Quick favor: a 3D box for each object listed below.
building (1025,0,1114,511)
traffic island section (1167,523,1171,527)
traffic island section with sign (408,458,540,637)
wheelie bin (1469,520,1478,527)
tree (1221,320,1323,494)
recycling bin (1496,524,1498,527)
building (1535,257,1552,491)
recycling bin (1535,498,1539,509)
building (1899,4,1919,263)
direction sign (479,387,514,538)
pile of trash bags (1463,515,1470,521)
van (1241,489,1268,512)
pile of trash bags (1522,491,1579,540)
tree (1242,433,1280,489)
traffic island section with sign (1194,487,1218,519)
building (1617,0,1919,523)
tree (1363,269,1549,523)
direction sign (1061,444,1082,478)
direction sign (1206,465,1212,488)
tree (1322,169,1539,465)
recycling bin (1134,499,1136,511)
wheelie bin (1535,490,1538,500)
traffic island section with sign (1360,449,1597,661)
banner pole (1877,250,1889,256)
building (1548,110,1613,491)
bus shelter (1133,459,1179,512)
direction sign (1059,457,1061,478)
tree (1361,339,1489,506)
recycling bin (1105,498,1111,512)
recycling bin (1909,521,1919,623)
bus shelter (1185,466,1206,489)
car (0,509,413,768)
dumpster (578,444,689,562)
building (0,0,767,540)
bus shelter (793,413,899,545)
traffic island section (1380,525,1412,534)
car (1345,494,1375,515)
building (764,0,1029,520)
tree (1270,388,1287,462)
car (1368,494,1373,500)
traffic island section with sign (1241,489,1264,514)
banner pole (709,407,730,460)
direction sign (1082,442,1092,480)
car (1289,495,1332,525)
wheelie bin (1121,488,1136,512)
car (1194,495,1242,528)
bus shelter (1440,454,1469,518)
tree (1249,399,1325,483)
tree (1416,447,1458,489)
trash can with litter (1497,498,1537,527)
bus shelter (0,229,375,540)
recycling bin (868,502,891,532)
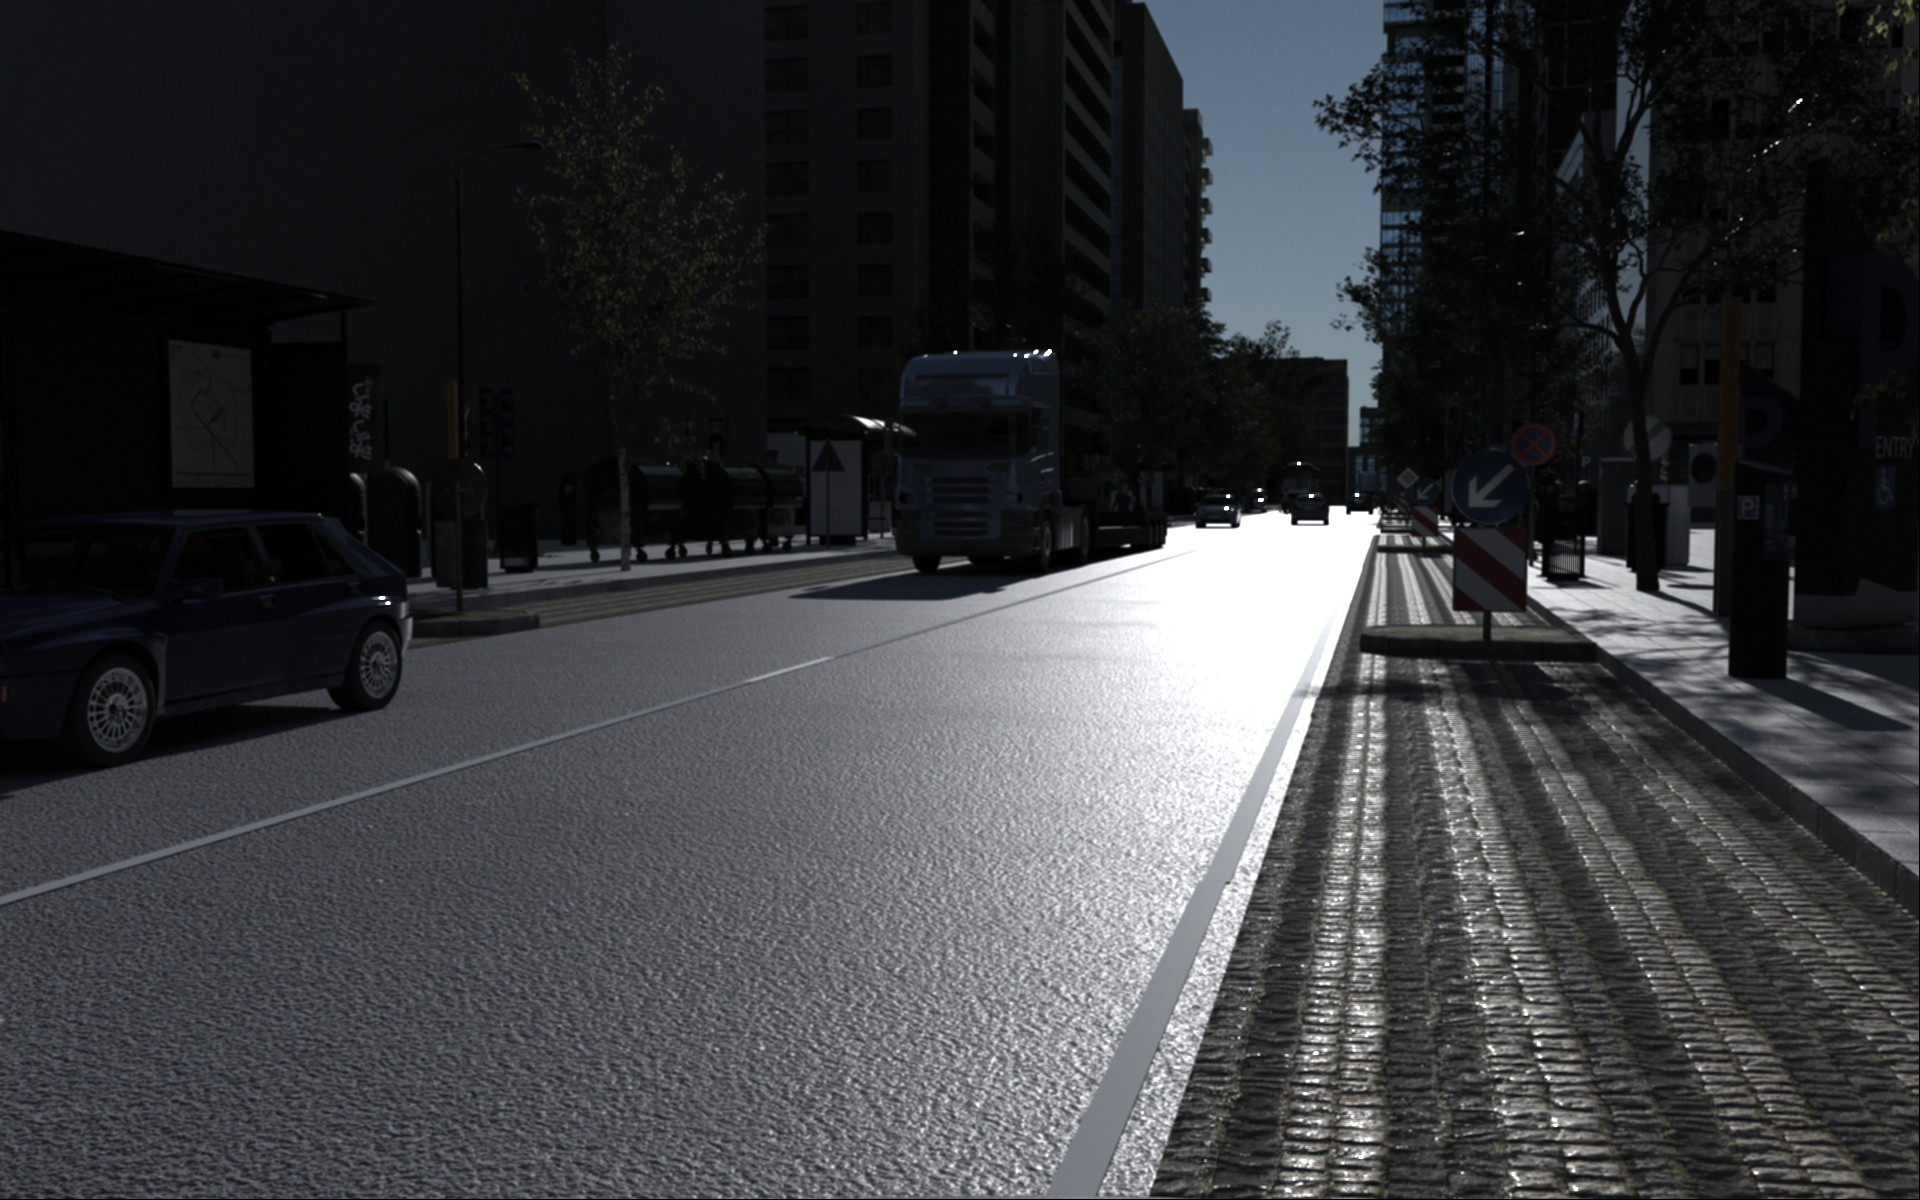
[{"bbox_3d":[-1.140,-30.673,125.212,21.300,48.544,21.600,1,4,14],"label":"building"},{"bbox_3d":[7.982,-3.192,74.474,2.009,0.180,2.903,1,4,14],"label":"traffic island section"},{"bbox_3d":[-5.558,-0.588,18.239,1.989,1.847,2.006,1,4,14],"label":"traffic island section with sign"},{"bbox_3d":[18.307,-3.238,60.854,0.980,1.594,0.693,3,5,44],"label":"wheelie bin"},{"bbox_3d":[34.067,-20.221,186.507,12.611,20.169,13.585,0,3,0],"label":"tree"},{"bbox_3d":[15.925,-2.377,51.416,0.722,1.027,0.722,2,4,35],"label":"recycling bin"},{"bbox_3d":[51.100,-18.548,132.940,12.332,23.373,15.834,1,4,14],"label":"building"},{"bbox_3d":[25.950,-3.997,77.900,0.722,1.027,0.722,0,4,3],"label":"recycling bin"},{"bbox_3d":[31.931,-26.580,23.819,28.713,52.752,27.495,1,4,14],"label":"building"},{"bbox_3d":[-9.903,-2.757,37.067,0.379,3.537,0.876,3,4,36],"label":"direction sign"},{"bbox_3d":[23.991,-4.307,80.168,1.912,1.369,3.447,0,3,0],"label":"pile of trash bags"},{"bbox_3d":[22.769,-7.752,133.763,2.013,2.044,4.112,1,4,14],"label":"van"},{"bbox_3d":[16.510,-2.379,48.647,1.912,1.369,3.447,0,4,-4],"label":"pile of trash bags"},{"bbox_3d":[28.551,-13.170,165.690,4.360,8.622,3.978,0,3,0],"label":"tree"},{"bbox_3d":[14.599,-5.580,99.861,1.989,1.847,2.006,1,4,14],"label":"traffic island section with sign"},{"bbox_3d":[41.421,-16.017,79.897,19.932,24.808,12.078,1,4,14],"label":"building"},{"bbox_3d":[22.231,-9.282,77.510,9.928,11.665,9.643,0,3,0],"label":"tree"},{"bbox_3d":[5.203,-5.322,79.008,0.876,3.537,0.379,1,4,17],"label":"direction sign"},{"bbox_3d":[17.902,-8.112,124.634,0.379,3.537,0.876,-1,4,-19],"label":"direction sign"},{"bbox_3d":[28.524,-15.143,103.479,12.611,20.169,13.585,0,3,0],"label":"tree"},{"bbox_3d":[10.289,-5.713,105.964,0.722,1.027,0.722,-3,4,-36],"label":"recycling bin"},{"bbox_3d":[39.741,-6.830,119.572,0.693,1.594,0.980,0,4,5],"label":"wheelie bin"},{"bbox_3d":[4.718,-0.447,15.944,1.989,1.847,2.006,1,4,14],"label":"traffic island section with sign"},{"bbox_3d":[9.357,-1.715,18.058,0.401,3.779,0.863,-1,4,-20],"label":"banner pole"},{"bbox_3d":[46.578,-18.192,115.467,12.078,24.808,19.932,1,4,14],"label":"building"},{"bbox_3d":[11.632,-6.654,102.712,2.014,3.302,5.546,1,4,14],"label":"bus shelter"},{"bbox_3d":[5.942,-6.938,105.427,0.876,3.537,0.379,-2,4,-32],"label":"direction sign"},{"bbox_3d":[35.828,-13.865,133.344,9.857,13.997,8.962,0,3,0],"label":"tree"},{"bbox_3d":[10.338,-6.454,118.074,0.722,1.027,0.722,3,5,44],"label":"recycling bin"},{"bbox_3d":[9.302,-0.255,16.725,0.722,1.027,0.722,-1,4,-18],"label":"recycling bin"},{"bbox_3d":[16.989,-8.136,126.952,2.014,3.302,5.546,1,4,14],"label":"bus shelter"},{"bbox_3d":[-4.976,0.132,10.427,1.945,1.354,3.894,1,4,13],"label":"car"},{"bbox_3d":[-6.271,-1.884,33.291,1.502,2.255,1.985,1,4,14],"label":"dumpster"},{"bbox_3d":[-19.518,-16.102,56.768,24.014,27.812,14.314,1,4,14],"label":"building"},{"bbox_3d":[-2.539,-3.175,45.831,2.014,3.302,5.546,1,4,14],"label":"bus shelter"},{"bbox_3d":[16.594,-2.559,64.128,2.009,0.180,2.903,1,4,14],"label":"traffic island section"},{"bbox_3d":[28.287,-6.774,122.560,2.131,1.459,4.920,1,4,14],"label":"car"},{"bbox_3d":[-4.641,-19.578,91.807,14.160,30.474,14.107,1,4,14],"label":"building"},{"bbox_3d":[25.448,-14.068,155.774,9.928,11.665,9.643,0,3,0],"label":"tree"},{"bbox_3d":[42.735,-10.546,182.216,2.009,1.686,4.222,1,4,16],"label":"car"},{"bbox_3d":[21.290,-7.241,127.014,1.989,1.847,2.006,1,4,14],"label":"traffic island section with sign"},{"bbox_3d":[-6.894,-3.670,50.015,0.863,3.779,0.401,2,4,26],"label":"banner pole"},{"bbox_3d":[5.663,-5.092,75.256,0.379,3.537,0.876,1,4,10],"label":"direction sign"},{"bbox_3d":[16.561,-4.272,81.848,2.014,1.417,4.499,1,4,13],"label":"car"},{"bbox_3d":[8.655,-5.006,89.751,0.980,1.594,0.693,1,4,17],"label":"wheelie bin"},{"bbox_3d":[11.195,-3.851,74.966,2.014,1.417,4.499,1,4,12],"label":"car"},{"bbox_3d":[26.063,-5.887,90.176,2.014,3.302,5.546,1,4,14],"label":"bus shelter"},{"bbox_3d":[40.203,-18.706,216.205,12.009,13.543,11.850,0,3,0],"label":"tree"},{"bbox_3d":[33.620,-8.416,121.311,4.285,4.588,4.351,0,3,0],"label":"tree"},{"bbox_3d":[13.315,-1.861,41.820,1.055,1.170,0.624,-3,5,-43],"label":"trash can with litter"},{"bbox_3d":[-8.674,-1.657,18.374,1.731,3.624,6.357,1,4,14],"label":"bus shelter"},{"bbox_3d":[-2.706,-2.798,58.308,0.722,1.027,0.722,0,4,-8],"label":"recycling bin"}]
